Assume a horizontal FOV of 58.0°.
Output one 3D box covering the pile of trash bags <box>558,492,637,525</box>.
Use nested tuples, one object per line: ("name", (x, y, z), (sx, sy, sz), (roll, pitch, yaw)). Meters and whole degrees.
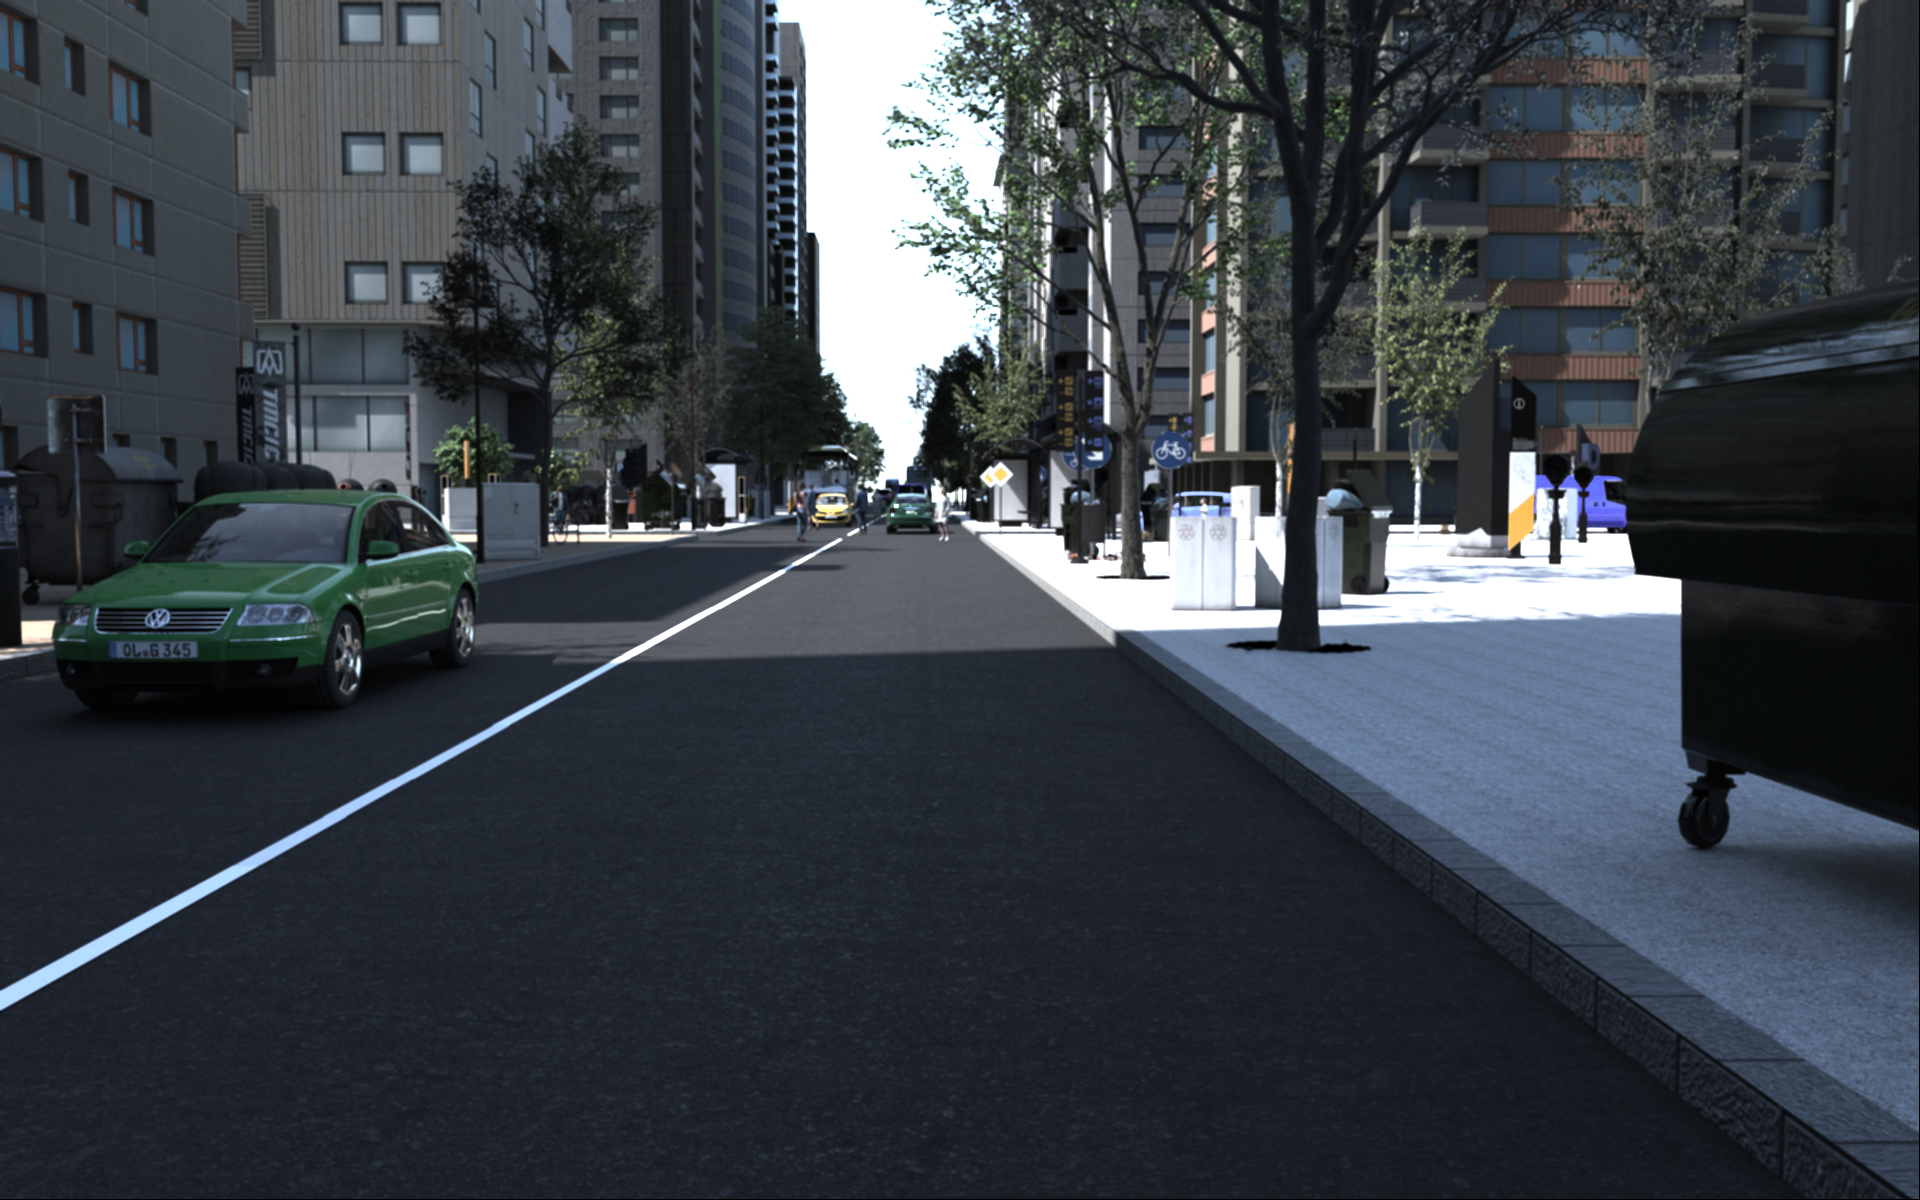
("pile of trash bags", (-15.022, -3.809, 72.036), (3.447, 1.369, 1.912), (-3, 5, -40))

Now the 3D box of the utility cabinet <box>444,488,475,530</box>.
("utility cabinet", (-17.463, -3.173, 60.563), (0.318, 1.500, 1.173), (3, 4, 37))

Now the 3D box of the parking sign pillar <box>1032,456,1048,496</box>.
("parking sign pillar", (5.300, -7.596, 112.663), (1.447, 3.967, 1.447), (-3, 5, -41))

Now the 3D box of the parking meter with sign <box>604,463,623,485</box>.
("parking meter with sign", (-19.608, -6.177, 97.261), (1.738, 3.016, 0.543), (3, 5, 42))

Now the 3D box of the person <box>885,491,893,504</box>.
("person", (-6.051, -8.568, 149.526), (0.756, 1.711, 0.436), (3, 5, 41))

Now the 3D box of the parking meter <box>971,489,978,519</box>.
("parking meter", (0.720, -4.837, 87.499), (0.372, 1.533, 0.369), (0, 3, 0))

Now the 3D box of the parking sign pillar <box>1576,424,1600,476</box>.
("parking sign pillar", (24.173, -4.783, 66.675), (1.447, 3.967, 1.447), (3, 5, 43))

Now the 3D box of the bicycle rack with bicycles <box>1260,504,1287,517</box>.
("bicycle rack with bicycles", (11.884, -2.971, 61.963), (2.852, 0.926, 2.925), (0, 4, -4))

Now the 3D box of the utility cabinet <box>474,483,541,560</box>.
("utility cabinet", (-8.755, -1.527, 33.641), (1.173, 1.500, 0.318), (-3, 5, -40))

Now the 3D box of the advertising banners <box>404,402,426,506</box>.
("advertising banners", (-10.684, -2.310, 33.952), (0.090, 3.025, 2.074), (0, 4, -8))

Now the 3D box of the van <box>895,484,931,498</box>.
("van", (-2.924, -6.246, 106.502), (2.240, 2.365, 5.245), (0, 4, 0))

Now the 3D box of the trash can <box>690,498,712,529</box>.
("trash can", (-9.662, -3.216, 64.227), (0.748, 1.137, 0.748), (0, 3, 0))

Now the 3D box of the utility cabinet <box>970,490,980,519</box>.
("utility cabinet", (0.895, -4.879, 88.453), (0.318, 1.500, 1.173), (-2, 4, -28))

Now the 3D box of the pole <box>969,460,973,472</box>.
("pole", (0.669, -6.685, 103.143), (0.158, 3.312, 0.155), (0, 3, 0))

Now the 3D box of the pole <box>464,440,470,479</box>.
("pole", (-18.758, -4.412, 65.978), (0.158, 3.312, 0.155), (0, 3, 0))

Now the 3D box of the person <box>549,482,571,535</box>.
("person", (-13.259, -3.002, 57.570), (0.794, 1.824, 0.713), (-1, 4, -15))

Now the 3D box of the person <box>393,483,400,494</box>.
("person", (-17.994, -2.835, 55.034), (0.511, 1.800, 0.466), (-1, 4, -16))

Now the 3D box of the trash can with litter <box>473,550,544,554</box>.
("trash can with litter", (-9.764, -1.627, 37.667), (1.678, 1.210, 2.233), (2, 4, 26))

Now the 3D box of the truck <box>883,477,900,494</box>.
("truck", (-10.794, -18.114, 285.929), (2.967, 4.110, 18.799), (0, 4, 0))

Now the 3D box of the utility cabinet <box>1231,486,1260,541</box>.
("utility cabinet", (7.817, -2.378, 47.554), (0.318, 1.500, 1.173), (-1, 4, -18))

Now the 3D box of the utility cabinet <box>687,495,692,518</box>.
("utility cabinet", (-14.091, -4.981, 92.607), (1.020, 1.237, 0.306), (-1, 4, -18))

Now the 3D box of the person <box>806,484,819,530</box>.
("person", (-5.857, -3.673, 68.574), (0.581, 1.822, 0.654), (-3, 4, -39))

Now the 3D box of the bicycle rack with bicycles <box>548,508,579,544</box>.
("bicycle rack with bicycles", (-11.048, -1.859, 43.777), (2.852, 0.926, 2.925), (1, 4, 14))

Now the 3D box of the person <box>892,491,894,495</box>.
("person", (-7.239, -11.006, 189.185), (0.721, 1.736, 1.217), (0, 4, -4))

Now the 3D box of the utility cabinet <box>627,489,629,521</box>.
("utility cabinet", (-16.149, -4.444, 81.338), (1.173, 1.500, 0.318), (-1, 4, -22))

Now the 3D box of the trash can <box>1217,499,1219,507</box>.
("trash can", (15.516, -5.884, 107.850), (0.748, 1.137, 0.748), (0, 3, 0))

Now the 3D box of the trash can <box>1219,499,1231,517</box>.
("trash can", (15.015, -5.157, 95.972), (0.748, 1.137, 0.748), (0, 3, 0))

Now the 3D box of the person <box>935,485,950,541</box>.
("person", (-0.512, -2.693, 53.527), (0.512, 1.701, 0.522), (2, 4, 26))

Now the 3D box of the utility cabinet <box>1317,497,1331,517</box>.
("utility cabinet", (22.705, -5.974, 108.839), (1.020, 1.237, 0.306), (0, 4, 5))

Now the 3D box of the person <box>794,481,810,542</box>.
("person", (-4.698, -2.639, 51.651), (0.555, 1.821, 0.388), (2, 4, 35))

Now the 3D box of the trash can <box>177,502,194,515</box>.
("trash can", (-14.254, -1.263, 32.299), (0.748, 1.137, 0.748), (0, 3, 0))

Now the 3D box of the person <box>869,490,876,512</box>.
("person", (-6.981, -7.956, 139.030), (0.568, 1.767, 0.683), (0, 4, -1))

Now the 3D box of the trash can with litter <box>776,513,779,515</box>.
("trash can with litter", (-11.801, -5.894, 107.423), (1.678, 1.210, 2.233), (-1, 4, -10))

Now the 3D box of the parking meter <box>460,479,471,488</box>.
("parking meter", (-18.643, -3.645, 65.307), (0.399, 1.863, 0.255), (2, 4, 35))

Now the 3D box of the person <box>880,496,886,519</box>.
("person", (-4.512, -5.426, 101.464), (0.306, 1.304, 0.590), (-1, 4, -18))

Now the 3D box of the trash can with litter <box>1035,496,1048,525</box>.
("trash can with litter", (3.307, -3.757, 72.821), (0.624, 1.170, 1.055), (1, 4, 19))

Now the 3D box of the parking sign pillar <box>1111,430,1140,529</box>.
("parking sign pillar", (5.857, -4.630, 64.181), (1.447, 3.967, 1.447), (1, 4, 20))

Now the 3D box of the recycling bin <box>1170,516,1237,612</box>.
("recycling bin", (2.713, -0.410, 19.266), (0.722, 1.027, 0.722), (1, 4, 9))

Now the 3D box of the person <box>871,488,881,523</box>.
("person", (-4.217, -4.763, 86.952), (0.480, 1.755, 0.524), (1, 4, 10))

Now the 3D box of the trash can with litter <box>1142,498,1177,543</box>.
("trash can with litter", (5.211, -2.124, 46.116), (1.055, 1.170, 0.624), (-3, 4, -37))

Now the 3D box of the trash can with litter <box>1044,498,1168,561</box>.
("trash can with litter", (2.880, -1.365, 33.376), (2.233, 1.210, 1.678), (2, 4, 25))

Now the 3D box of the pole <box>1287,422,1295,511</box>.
("pole", (9.200, -3.317, 48.069), (0.158, 3.312, 0.155), (0, 3, 0))

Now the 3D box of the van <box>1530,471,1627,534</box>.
("van", (20.548, -3.265, 57.761), (5.245, 2.365, 2.240), (0, 4, -2))

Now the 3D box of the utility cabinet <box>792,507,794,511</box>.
("utility cabinet", (-12.131, -7.350, 128.858), (0.318, 1.500, 1.173), (1, 4, 23))

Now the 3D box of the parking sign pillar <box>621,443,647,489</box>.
("parking sign pillar", (-17.048, -6.249, 90.640), (1.447, 3.967, 1.447), (-2, 4, -35))

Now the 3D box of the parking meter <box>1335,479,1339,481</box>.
("parking meter", (14.898, -3.800, 67.844), (0.399, 1.863, 0.255), (3, 5, 40))

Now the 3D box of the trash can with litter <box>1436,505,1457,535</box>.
("trash can with litter", (15.534, -2.628, 54.349), (1.055, 1.170, 0.624), (0, 4, 7))

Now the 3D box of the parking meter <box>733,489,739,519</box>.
("parking meter", (-11.586, -4.987, 89.946), (0.372, 1.533, 0.369), (0, 3, 0))

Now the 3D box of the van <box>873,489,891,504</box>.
("van", (-8.752, -11.799, 197.298), (2.240, 2.365, 5.245), (0, 4, -1))

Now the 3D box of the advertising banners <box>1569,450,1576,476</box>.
("advertising banners", (23.960, -4.445, 68.858), (2.074, 3.025, 0.090), (-3, 5, -41))

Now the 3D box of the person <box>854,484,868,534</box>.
("person", (-3.502, -3.240, 61.656), (0.419, 1.800, 0.721), (3, 5, 40))

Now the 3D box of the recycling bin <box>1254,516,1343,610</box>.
("recycling bin", (3.810, -0.425, 19.496), (0.722, 1.027, 0.722), (-3, 5, -39))

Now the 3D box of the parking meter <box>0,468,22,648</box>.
("parking meter", (-8.114, -0.375, 14.548), (0.372, 1.533, 0.369), (0, 3, 0))

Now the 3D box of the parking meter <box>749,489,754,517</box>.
("parking meter", (-11.897, -5.685, 98.657), (0.399, 1.863, 0.255), (3, 5, 42))

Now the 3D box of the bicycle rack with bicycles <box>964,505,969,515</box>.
("bicycle rack with bicycles", (1.718, -5.727, 107.025), (2.925, 0.926, 2.852), (0, 4, -4))

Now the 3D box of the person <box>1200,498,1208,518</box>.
("person", (7.942, -2.675, 56.510), (0.394, 1.301, 0.425), (-2, 4, -29))

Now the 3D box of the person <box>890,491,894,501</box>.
("person", (-7.438, -10.771, 185.161), (0.990, 1.755, 0.434), (-2, 4, -30))

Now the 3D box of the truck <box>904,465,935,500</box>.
("truck", (-3.870, -10.203, 156.583), (2.967, 4.110, 18.799), (0, 3, 0))

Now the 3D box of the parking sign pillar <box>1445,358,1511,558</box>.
("parking sign pillar", (10.634, -2.856, 35.172), (1.447, 3.967, 1.447), (-1, 4, -15))
